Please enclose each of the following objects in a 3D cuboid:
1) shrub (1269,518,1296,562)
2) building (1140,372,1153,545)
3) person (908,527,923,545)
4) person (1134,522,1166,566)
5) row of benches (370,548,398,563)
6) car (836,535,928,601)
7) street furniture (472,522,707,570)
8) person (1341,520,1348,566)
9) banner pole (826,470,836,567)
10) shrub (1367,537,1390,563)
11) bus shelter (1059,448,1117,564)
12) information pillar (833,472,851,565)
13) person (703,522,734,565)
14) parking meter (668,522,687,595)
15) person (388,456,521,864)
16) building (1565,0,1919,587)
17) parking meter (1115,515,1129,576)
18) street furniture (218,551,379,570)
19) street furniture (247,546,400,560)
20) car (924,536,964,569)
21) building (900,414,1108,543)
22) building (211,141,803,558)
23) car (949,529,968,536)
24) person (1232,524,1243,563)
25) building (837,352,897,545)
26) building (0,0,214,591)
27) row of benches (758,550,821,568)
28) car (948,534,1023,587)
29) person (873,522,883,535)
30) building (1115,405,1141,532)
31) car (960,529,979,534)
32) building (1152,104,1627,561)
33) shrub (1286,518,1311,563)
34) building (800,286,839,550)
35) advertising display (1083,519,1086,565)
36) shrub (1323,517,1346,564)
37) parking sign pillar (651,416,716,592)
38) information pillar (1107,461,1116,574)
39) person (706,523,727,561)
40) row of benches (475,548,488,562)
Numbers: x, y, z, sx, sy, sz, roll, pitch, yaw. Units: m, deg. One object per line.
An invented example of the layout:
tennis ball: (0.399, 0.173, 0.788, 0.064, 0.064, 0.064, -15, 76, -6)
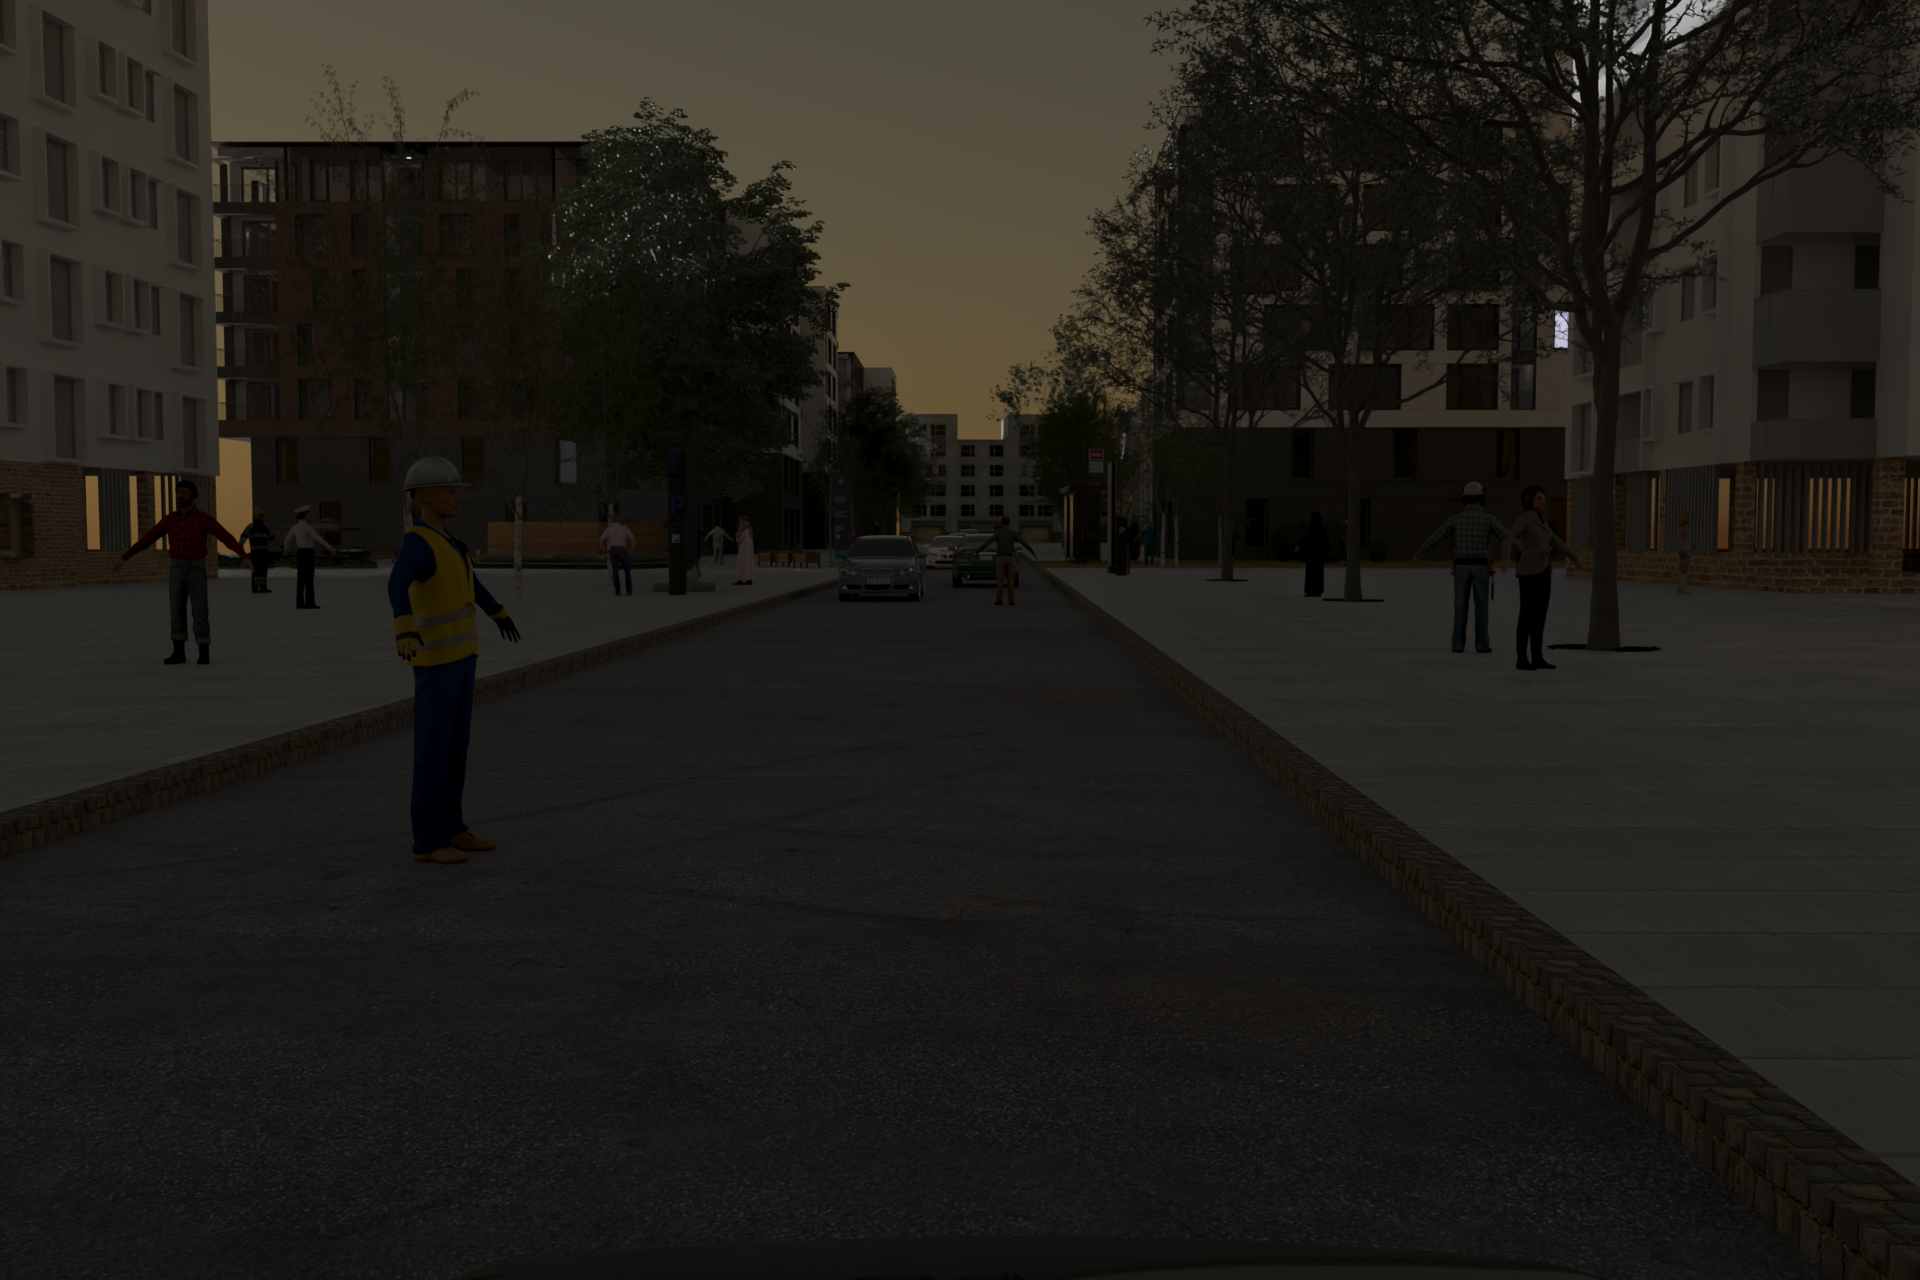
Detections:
shrub: (15.227, -4.686, 80.661, 1.661, 2.075, 1.752, 0, 3, 0)
building: (29.028, -19.598, 186.892, 16.747, 18.905, 31.486, 0, 4, 2)
person: (-2.090, -4.244, 78.646, 0.721, 1.733, 1.217, 3, 5, 39)
person: (7.728, -3.944, 70.613, 1.347, 1.817, 0.704, 1, 4, 15)
row of benches: (-24.449, -3.801, 77.611, 4.104, 0.672, 1.422, 0, 4, 0)
car: (-1.695, -1.615, 38.410, 2.014, 1.417, 4.499, 0, 4, 1)
street furniture: (-14.175, -3.555, 64.975, 11.010, 1.723, 9.812, 1, 4, 18)
person: (15.583, -3.905, 69.621, 0.705, 1.858, 1.354, 0, 4, -1)
banner pole: (-5.035, -4.752, 67.718, 0.401, 3.779, 0.863, 0, 4, 1)
shrub: (18.802, -4.081, 77.845, 1.383, 1.207, 1.383, 0, 3, 0)
bus shelter: (5.706, -6.197, 78.957, 2.179, 5.291, 8.768, 0, 4, -1)
information pillar: (-4.946, -5.102, 72.796, 0.750, 3.857, 0.750, 0, 4, 3)
person: (-10.159, -4.073, 72.778, 1.347, 1.806, 0.705, 1, 4, 10)
parking meter: (-5.950, -1.716, 36.469, 0.372, 1.533, 0.369, 0, 3, 0)
person: (-2.219, 0.077, 7.661, 0.721, 1.772, 1.216, 0, 4, 6)
building: (23.100, -11.807, 49.457, 16.016, 20.090, 11.380, 0, 4, 1)
parking meter: (5.001, -2.920, 53.448, 0.399, 1.863, 0.255, 0, 4, 1)
street furniture: (-25.773, -3.044, 65.395, 5.734, 0.657, 10.072, -2, 4, -30)
street furniture: (-31.080, -4.249, 85.091, 5.734, 0.657, 10.072, 2, 4, 25)
car: (-0.441, -3.646, 71.966, 2.083, 1.381, 4.827, 0, 4, 1)
building: (6.693, -24.003, 261.360, 31.486, 18.905, 16.747, 0, 4, -2)
building: (-25.147, -16.072, 106.753, 27.936, 21.610, 32.646, 0, 4, 0)
car: (-0.061, -5.532, 100.047, 1.945, 1.707, 3.694, 0, 4, 1)
person: (11.906, -4.266, 75.891, 1.346, 1.812, 0.704, -3, 5, -45)
building: (-22.308, -22.412, 210.411, 27.936, 21.610, 32.646, 0, 4, 0)
building: (-26.532, -11.014, 36.497, 16.016, 20.090, 11.380, 0, 4, 1)
row of benches: (-6.618, -3.169, 67.276, 1.422, 0.672, 4.104, -2, 4, -34)
car: (0.708, -2.217, 48.044, 2.131, 1.459, 4.920, 0, 4, 1)
person: (-3.969, -4.672, 82.168, 0.705, 1.856, 1.354, -2, 4, -23)
building: (30.574, -24.413, 230.088, 19.493, 23.208, 18.063, 0, 4, 1)
car: (0.712, -8.035, 140.038, 2.281, 1.827, 5.304, 0, 4, 1)
building: (24.779, -15.600, 99.030, 27.936, 21.610, 32.646, 0, 4, 1)
shrub: (15.470, -4.522, 77.969, 1.661, 2.075, 1.752, 0, 3, 0)
building: (-25.086, -18.162, 140.924, 27.936, 21.610, 32.646, 0, 4, 1)
advertising display: (5.226, -4.128, 72.702, 0.123, 1.923, 0.974, 0, 4, 2)
shrub: (15.705, -4.233, 73.251, 1.661, 2.075, 1.752, 0, 3, 0)
parking sign pillar: (-6.207, -3.079, 38.818, 1.447, 3.967, 1.447, 0, 4, 2)
information pillar: (4.982, -4.008, 56.846, 0.184, 3.620, 1.656, 0, 4, 1)
person: (-11.558, -4.723, 83.195, 1.349, 1.833, 0.705, -1, 4, -18)
row of benches: (-20.349, -3.958, 80.180, 4.104, 0.672, 1.422, -2, 4, -35)
